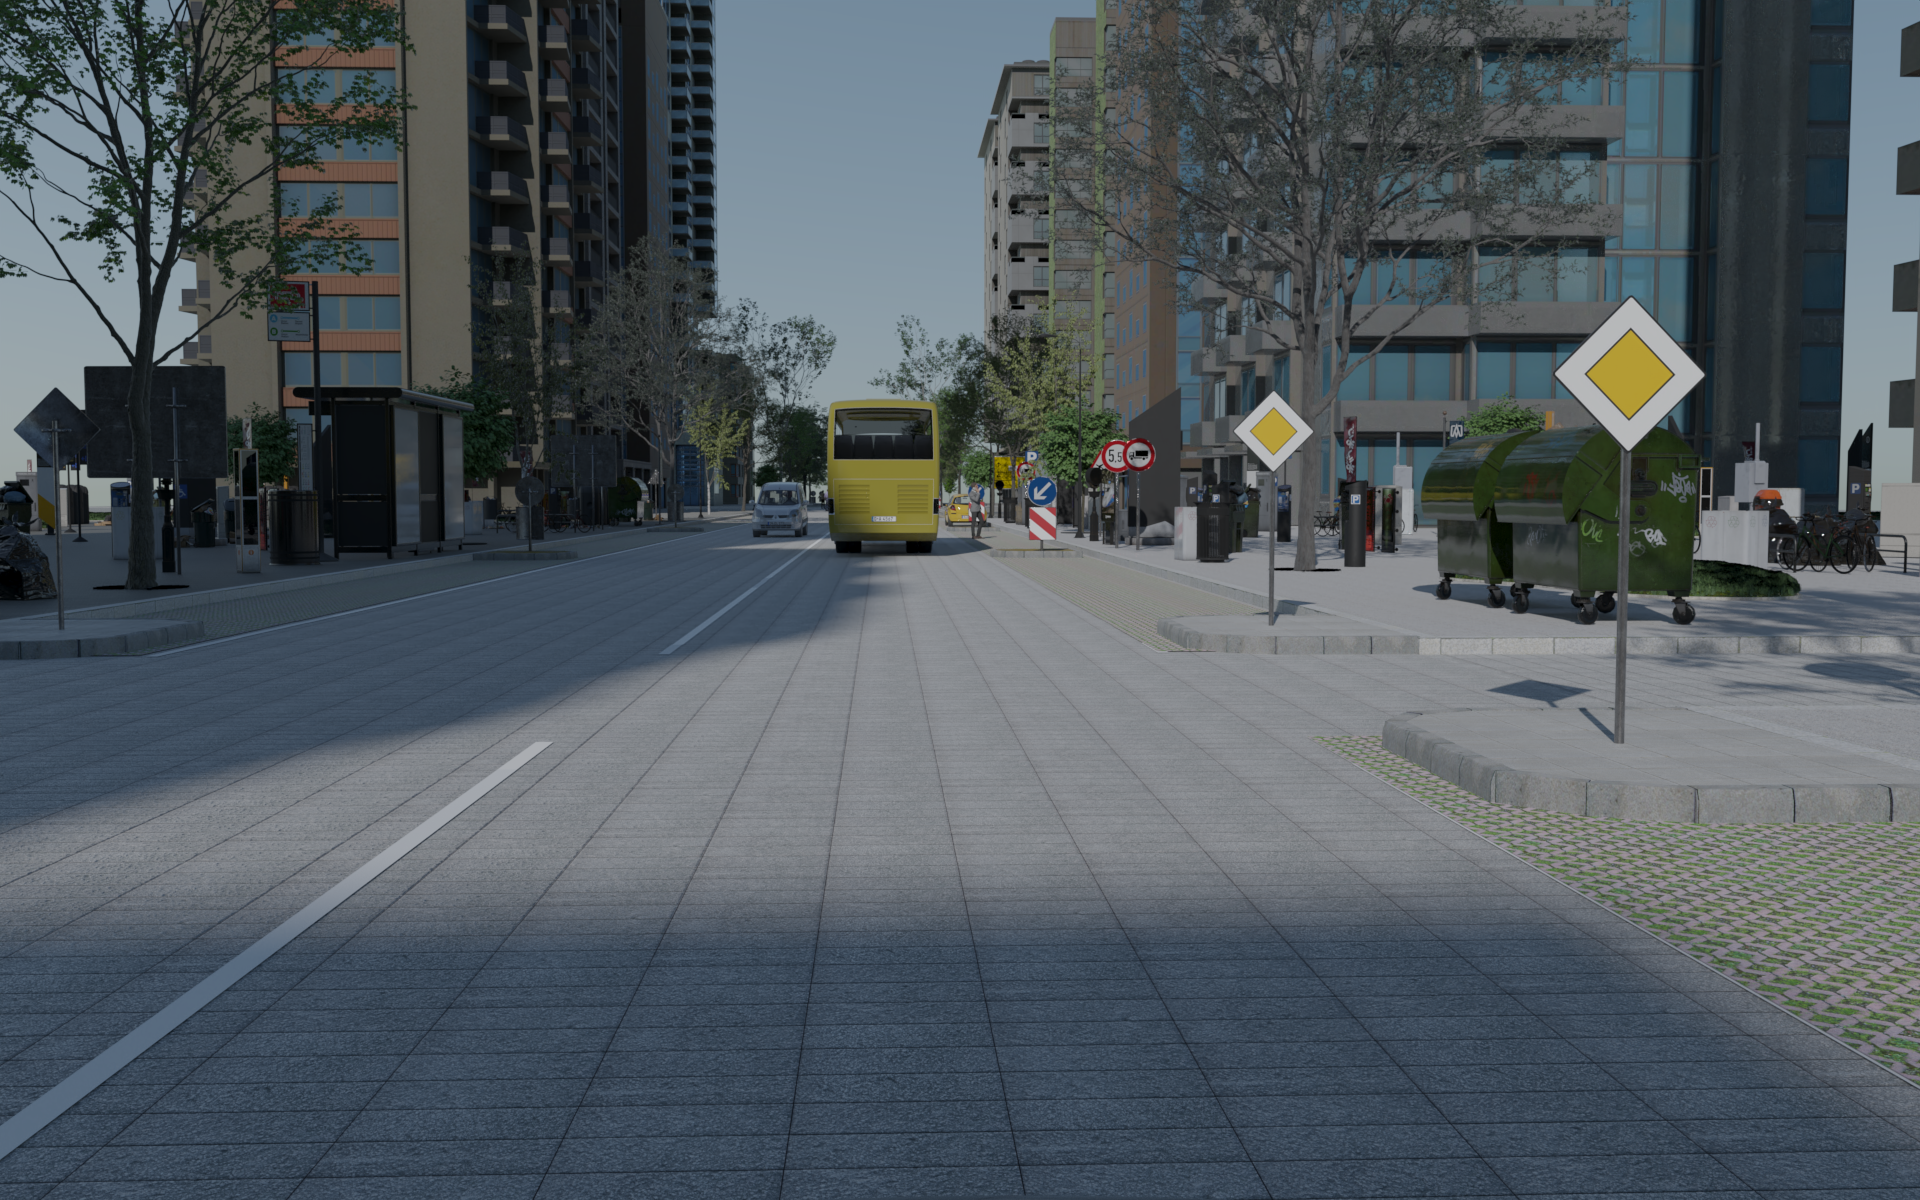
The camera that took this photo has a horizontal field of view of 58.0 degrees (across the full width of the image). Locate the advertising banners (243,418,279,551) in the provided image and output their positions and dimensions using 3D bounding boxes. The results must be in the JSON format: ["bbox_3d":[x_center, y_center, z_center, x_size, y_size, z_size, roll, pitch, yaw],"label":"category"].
[{"bbox_3d":[-15.861,-2.639,39.338,0.090,3.025,2.074,-3,5,-43],"label":"advertising banners"}]

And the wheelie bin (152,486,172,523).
[{"bbox_3d":[-32.120,-3.774,69.609,0.693,1.594,0.980,-3,5,-45],"label":"wheelie bin"}]

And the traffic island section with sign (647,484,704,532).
[{"bbox_3d":[-10.761,-3.488,65.652,1.989,1.847,2.006,0,4,-3],"label":"traffic island section with sign"}]

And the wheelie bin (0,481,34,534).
[{"bbox_3d":[-22.642,-2.051,41.440,0.980,1.594,0.693,2,4,32],"label":"wheelie bin"}]

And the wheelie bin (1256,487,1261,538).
[{"bbox_3d":[8.566,-2.650,51.229,0.693,1.594,0.980,0,4,7],"label":"wheelie bin"}]

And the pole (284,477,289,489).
[{"bbox_3d":[-32.080,-5.422,82.486,0.158,3.312,0.155,0,3,0],"label":"pole"}]

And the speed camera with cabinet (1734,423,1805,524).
[{"bbox_3d":[22.797,-3.328,48.742,2.038,3.252,0.660,-1,4,-21],"label":"speed camera with cabinet"}]

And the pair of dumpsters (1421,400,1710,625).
[{"bbox_3d":[6.477,-1.005,18.923,1.574,2.255,4.437,0,4,-2],"label":"pair of dumpsters"}]

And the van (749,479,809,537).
[{"bbox_3d":[-6.090,-3.168,58.800,2.013,2.044,4.112,0,4,-1],"label":"van"}]

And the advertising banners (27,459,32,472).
[{"bbox_3d":[-47.491,-5.604,87.818,2.074,3.025,0.090,3,4,39],"label":"advertising banners"}]

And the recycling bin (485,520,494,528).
[{"bbox_3d":[-18.312,-3.280,66.182,0.722,1.027,0.722,3,4,38],"label":"recycling bin"}]

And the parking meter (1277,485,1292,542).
[{"bbox_3d":[8.658,-2.314,46.248,0.372,1.533,0.369,0,3,0],"label":"parking meter"}]

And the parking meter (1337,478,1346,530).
[{"bbox_3d":[13.650,-3.421,61.638,0.399,1.863,0.255,2,4,31],"label":"parking meter"}]

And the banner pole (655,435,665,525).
[{"bbox_3d":[-12.626,-5.078,73.036,0.401,3.779,0.863,0,4,2],"label":"banner pole"}]

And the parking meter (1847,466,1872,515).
[{"bbox_3d":[18.840,-1.870,36.287,0.255,1.863,0.399,-2,4,-30],"label":"parking meter"}]

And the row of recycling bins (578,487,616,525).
[{"bbox_3d":[-15.115,-3.992,72.375,1.069,1.692,3.534,0,4,2],"label":"row of recycling bins"}]

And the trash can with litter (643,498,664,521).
[{"bbox_3d":[-14.887,-4.425,83.738,1.055,1.170,0.624,-3,4,-37],"label":"trash can with litter"}]

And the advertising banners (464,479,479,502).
[{"bbox_3d":[-17.562,-3.982,61.288,0.090,3.025,2.074,1,4,19],"label":"advertising banners"}]

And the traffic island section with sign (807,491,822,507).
[{"bbox_3d":[-16.748,-11.615,198.540,1.989,1.847,2.006,0,4,-3],"label":"traffic island section with sign"}]

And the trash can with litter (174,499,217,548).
[{"bbox_3d":[-18.364,-1.841,41.481,1.055,1.170,0.624,-1,4,-9],"label":"trash can with litter"}]

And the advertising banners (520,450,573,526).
[{"bbox_3d":[-16.611,-4.484,69.507,2.074,3.025,0.090,-1,4,-22],"label":"advertising banners"}]

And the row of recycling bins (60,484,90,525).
[{"bbox_3d":[-37.868,-4.052,73.356,1.069,1.692,3.534,0,4,-5],"label":"row of recycling bins"}]

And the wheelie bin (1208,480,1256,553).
[{"bbox_3d":[5.881,-1.835,37.917,0.693,1.594,0.980,3,4,37],"label":"wheelie bin"}]

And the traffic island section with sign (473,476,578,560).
[{"bbox_3d":[-9.505,-1.803,38.099,1.989,1.847,2.006,0,4,-3],"label":"traffic island section with sign"}]

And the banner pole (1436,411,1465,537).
[{"bbox_3d":[14.753,-3.794,52.042,0.863,3.779,0.401,3,5,41],"label":"banner pole"}]

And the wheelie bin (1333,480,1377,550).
[{"bbox_3d":[9.118,-1.961,39.978,0.980,1.594,0.693,0,4,7],"label":"wheelie bin"}]

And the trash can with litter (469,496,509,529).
[{"bbox_3d":[-17.708,-3.242,64.071,2.233,1.210,1.678,0,4,7],"label":"trash can with litter"}]

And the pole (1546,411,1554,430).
[{"bbox_3d":[14.524,-2.989,42.721,0.158,3.312,0.155,0,3,0],"label":"pole"}]

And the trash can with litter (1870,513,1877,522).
[{"bbox_3d":[40.472,-4.110,78.252,2.233,1.210,1.678,-1,4,-8],"label":"trash can with litter"}]

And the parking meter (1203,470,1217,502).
[{"bbox_3d":[6.093,-2.233,42.226,0.255,1.863,0.399,-1,4,-13],"label":"parking meter"}]

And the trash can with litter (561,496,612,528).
[{"bbox_3d":[-14.177,-3.291,64.870,2.233,1.210,1.678,1,4,16],"label":"trash can with litter"}]

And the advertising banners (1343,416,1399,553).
[{"bbox_3d":[9.094,-2.585,38.454,0.090,3.025,2.074,-1,4,-22],"label":"advertising banners"}]

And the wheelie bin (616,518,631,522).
[{"bbox_3d":[-15.409,-4.378,79.485,0.693,1.594,0.980,2,4,31],"label":"wheelie bin"}]

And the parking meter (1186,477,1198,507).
[{"bbox_3d":[7.725,-3.182,57.730,0.399,1.863,0.255,0,4,5],"label":"parking meter"}]

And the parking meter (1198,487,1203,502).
[{"bbox_3d":[8.530,-3.275,61.955,0.372,1.533,0.369,0,3,0],"label":"parking meter"}]

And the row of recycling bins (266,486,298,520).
[{"bbox_3d":[-33.757,-4.846,86.337,1.069,1.692,3.534,0,4,4],"label":"row of recycling bins"}]

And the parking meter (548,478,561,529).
[{"bbox_3d":[-14.815,-3.524,63.327,0.399,1.863,0.255,1,4,10],"label":"parking meter"}]

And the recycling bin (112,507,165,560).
[{"bbox_3d":[-16.137,-1.314,34.045,0.722,1.027,0.722,0,4,3],"label":"recycling bin"}]

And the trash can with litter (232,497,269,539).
[{"bbox_3d":[-20.330,-2.328,49.119,2.233,1.210,1.678,-1,4,-16],"label":"trash can with litter"}]

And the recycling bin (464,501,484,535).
[{"bbox_3d":[-15.532,-2.569,54.559,0.722,1.027,0.722,1,4,9],"label":"recycling bin"}]

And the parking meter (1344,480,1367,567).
[{"bbox_3d":[6.962,-1.350,30.489,0.372,1.533,0.369,0,3,0],"label":"parking meter"}]

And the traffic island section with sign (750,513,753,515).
[{"bbox_3d":[-13.045,-6.589,116.352,1.989,1.847,2.006,0,4,-3],"label":"traffic island section with sign"}]

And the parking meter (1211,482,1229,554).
[{"bbox_3d":[5.457,-1.709,36.353,0.372,1.533,0.369,0,3,0],"label":"parking meter"}]

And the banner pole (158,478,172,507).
[{"bbox_3d":[-23.026,-3.674,50.089,0.863,3.779,0.401,2,4,35],"label":"banner pole"}]

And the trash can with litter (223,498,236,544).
[{"bbox_3d":[-18.735,-2.050,44.901,0.624,1.170,1.055,-2,4,-29],"label":"trash can with litter"}]

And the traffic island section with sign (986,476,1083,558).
[{"bbox_3d":[1.703,-1.892,39.559,1.989,1.847,2.006,0,4,-3],"label":"traffic island section with sign"}]

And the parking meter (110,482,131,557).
[{"bbox_3d":[-17.076,-1.642,35.261,0.372,1.533,0.369,0,3,0],"label":"parking meter"}]

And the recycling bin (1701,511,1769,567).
[{"bbox_3d":[11.697,-0.832,26.157,0.722,1.027,0.722,-3,5,-39],"label":"recycling bin"}]

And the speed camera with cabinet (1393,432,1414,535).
[{"bbox_3d":[14.082,-3.706,54.934,0.660,3.252,2.038,1,4,13],"label":"speed camera with cabinet"}]

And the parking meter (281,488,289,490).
[{"bbox_3d":[-27.617,-3.825,70.955,0.372,1.533,0.369,0,3,0],"label":"parking meter"}]

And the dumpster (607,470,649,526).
[{"bbox_3d":[-13.350,-4.088,69.326,1.502,2.255,1.985,0,4,-2],"label":"dumpster"}]

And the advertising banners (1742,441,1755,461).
[{"bbox_3d":[26.898,-3.760,57.666,2.074,3.025,0.090,-1,4,-12],"label":"advertising banners"}]

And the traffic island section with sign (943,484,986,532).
[{"bbox_3d":[0.483,-3.552,66.699,1.989,1.847,2.006,0,4,-3],"label":"traffic island section with sign"}]

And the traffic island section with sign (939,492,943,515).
[{"bbox_3d":[-1.763,-6.601,116.551,1.989,1.847,2.006,0,4,-3],"label":"traffic island section with sign"}]

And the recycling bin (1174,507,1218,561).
[{"bbox_3d":[4.600,-1.291,33.663,0.722,1.027,0.722,0,4,-8],"label":"recycling bin"}]
